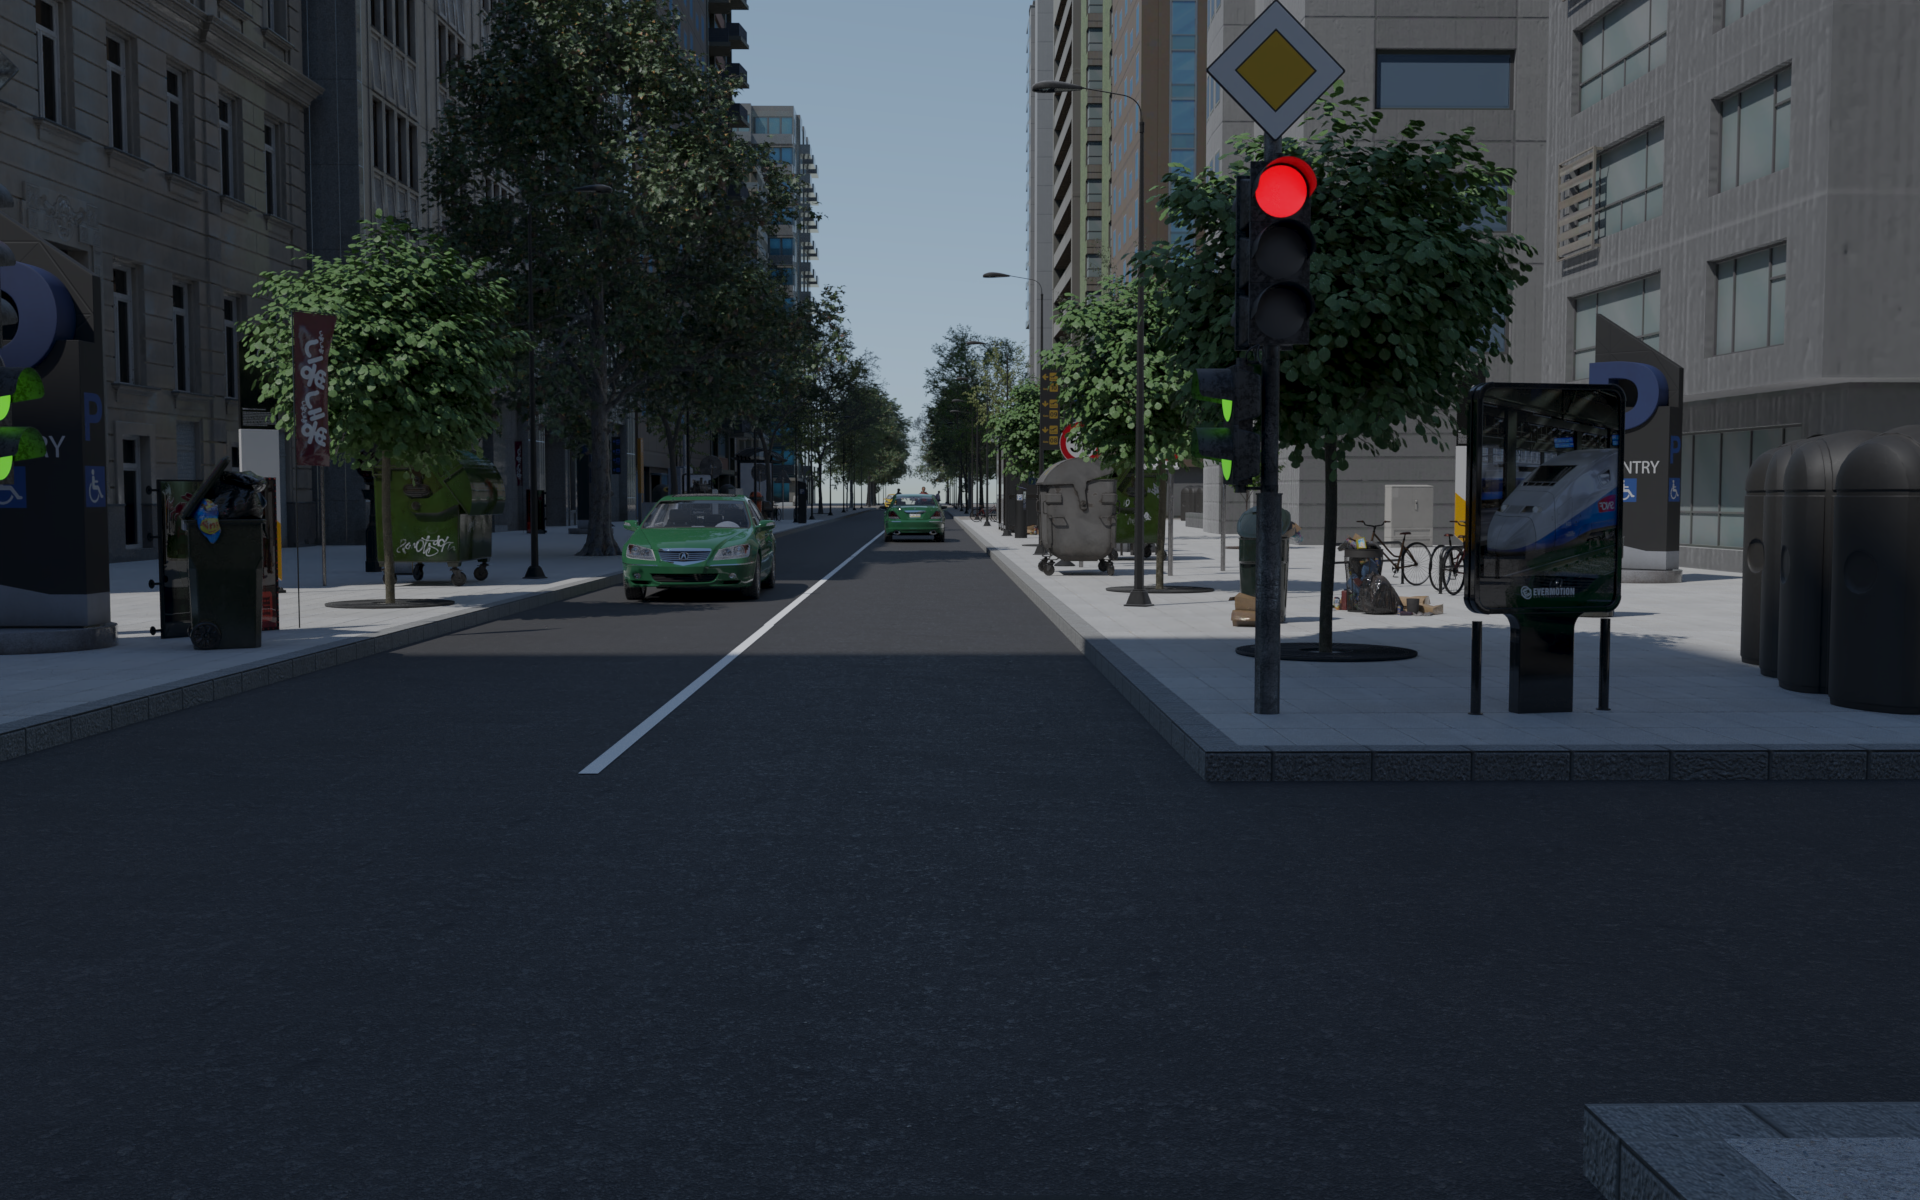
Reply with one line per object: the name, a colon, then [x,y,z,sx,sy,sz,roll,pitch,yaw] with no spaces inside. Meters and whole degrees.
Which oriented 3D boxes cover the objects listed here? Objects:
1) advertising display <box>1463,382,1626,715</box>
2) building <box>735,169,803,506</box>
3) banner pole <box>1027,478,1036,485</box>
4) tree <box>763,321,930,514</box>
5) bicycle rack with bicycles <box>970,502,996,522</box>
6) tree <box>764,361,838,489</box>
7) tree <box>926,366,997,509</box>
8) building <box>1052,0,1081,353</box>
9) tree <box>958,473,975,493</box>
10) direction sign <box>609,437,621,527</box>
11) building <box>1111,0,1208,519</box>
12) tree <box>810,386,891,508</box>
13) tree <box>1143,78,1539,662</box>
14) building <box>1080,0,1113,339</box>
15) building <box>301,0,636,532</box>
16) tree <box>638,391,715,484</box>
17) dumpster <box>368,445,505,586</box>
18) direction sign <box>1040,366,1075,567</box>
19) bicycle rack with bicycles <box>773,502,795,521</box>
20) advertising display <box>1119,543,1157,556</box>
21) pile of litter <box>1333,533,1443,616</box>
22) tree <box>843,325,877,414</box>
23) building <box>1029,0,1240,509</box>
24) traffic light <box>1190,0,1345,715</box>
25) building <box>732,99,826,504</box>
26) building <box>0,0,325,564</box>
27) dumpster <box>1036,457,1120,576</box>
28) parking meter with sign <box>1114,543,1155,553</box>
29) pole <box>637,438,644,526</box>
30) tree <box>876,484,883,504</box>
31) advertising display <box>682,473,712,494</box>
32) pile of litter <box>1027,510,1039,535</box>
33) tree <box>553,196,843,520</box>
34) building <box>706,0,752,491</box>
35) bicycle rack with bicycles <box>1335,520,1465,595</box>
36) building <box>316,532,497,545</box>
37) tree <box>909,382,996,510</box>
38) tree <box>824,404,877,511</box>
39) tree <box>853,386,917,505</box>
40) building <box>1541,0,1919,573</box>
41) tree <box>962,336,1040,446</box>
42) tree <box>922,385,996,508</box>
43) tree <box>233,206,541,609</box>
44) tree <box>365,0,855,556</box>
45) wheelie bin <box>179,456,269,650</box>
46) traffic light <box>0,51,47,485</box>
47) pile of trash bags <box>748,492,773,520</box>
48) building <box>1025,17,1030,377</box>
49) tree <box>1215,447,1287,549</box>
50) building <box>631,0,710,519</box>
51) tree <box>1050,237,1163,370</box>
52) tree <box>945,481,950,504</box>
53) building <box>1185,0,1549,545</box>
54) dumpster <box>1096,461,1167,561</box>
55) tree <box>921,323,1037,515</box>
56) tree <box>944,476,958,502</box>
advertising display: [3.417,-0.301,10.135,0.974,1.923,0.123,-1,4,-14]
building: [-33.653,-30.324,187.679,32.217,40.220,23.993,0,4,-1]
banner pole: [2.602,-4.038,56.033,0.863,3.779,0.401,-1,4,-13]
tree: [-9.086,-12.312,111.669,12.009,13.543,11.850,0,3,0]
bicycle rack with bicycles: [2.166,-4.047,79.558,2.925,0.926,2.852,1,4,17]
tree: [-8.349,-8.663,92.002,4.737,8.622,4.395,0,3,0]
tree: [0.443,-14.283,151.658,7.486,12.596,7.792,0,3,0]
building: [18.997,-31.714,142.233,21.300,48.544,21.600,0,4,-1]
tree: [0.767,-10.024,158.492,1.663,3.219,1.824,0,3,0]
direction sign: [-13.813,-4.666,68.285,0.876,3.537,0.379,0,4,-8]
building: [16.067,-27.275,96.054,14.600,45.320,14.200,0,4,-1]
tree: [-10.021,-14.657,157.767,7.486,12.596,7.792,0,3,0]
tree: [2.867,-1.835,13.722,4.285,4.588,4.351,0,3,0]
building: [15.510,-26.972,124.583,14.154,41.232,14.086,0,4,-1]
building: [-21.364,-15.545,72.185,12.078,24.808,19.932,0,4,-1]
tree: [-12.373,-7.684,75.995,4.737,8.622,4.395,0,3,0]
dumpster: [-7.477,-1.361,24.745,1.502,2.255,1.985,0,4,-1]
direction sign: [1.862,-2.369,30.724,0.876,3.537,0.379,0,4,-3]
bicycle rack with bicycles: [-8.520,-4.254,82.928,2.852,0.926,2.925,0,4,-6]
advertising display: [3.741,-1.893,36.161,0.974,1.923,0.123,-2,4,-25]
pile of litter: [4.603,-0.306,18.971,1.176,0.858,1.719,0,4,-6]
tree: [-7.176,-8.050,66.030,8.767,10.594,7.601,0,4,7]
building: [18.422,-40.144,198.355,21.231,58.520,28.212,0,4,-1]
traffic light: [1.779,-1.291,10.028,0.839,4.253,0.868,0,4,-1]
building: [-29.118,-36.445,215.487,23.786,49.044,30.456,0,4,-1]
building: [-21.308,-14.218,29.731,12.463,27.353,25.104,0,4,-1]
dumpster: [1.894,-1.349,27.809,1.264,1.857,1.865,0,4,-1]
parking meter with sign: [3.710,-2.580,38.436,0.543,3.016,1.738,-2,4,-32]
pole: [-11.656,-4.244,63.235,0.158,3.312,0.155,0,3,0]
tree: [-11.226,-14.346,229.153,1.663,3.219,1.824,0,3,0]
advertising display: [-8.220,-2.996,54.206,0.974,1.923,0.123,-2,4,-31]
pile of litter: [2.518,-2.488,54.638,1.719,0.858,1.176,0,4,-3]
tree: [-8.079,-7.037,49.470,8.767,10.594,7.601,0,3,0]
building: [-27.297,-28.937,127.752,22.147,44.769,28.867,0,4,-1]
bicycle rack with bicycles: [6.449,-0.616,23.452,2.925,0.926,2.852,-3,5,-40]
building: [-20.993,-14.329,52.294,12.078,24.808,19.932,0,4,-1]
tree: [0.479,-12.416,137.410,8.767,10.594,7.601,-1,4,-19]
tree: [-8.372,-10.952,129.434,4.360,8.622,3.978,0,3,0]
tree: [-10.318,-18.570,210.267,9.857,13.997,8.962,0,3,0]
building: [18.652,-21.003,26.996,14.086,41.232,14.154,0,4,-1]
tree: [2.313,-8.032,81.680,4.737,8.622,4.395,0,3,0]
tree: [0.120,-15.373,168.354,9.611,12.733,9.660,0,3,0]
tree: [-6.526,-2.217,19.955,4.285,4.588,4.351,0,3,0]
tree: [-7.457,-7.274,35.936,9.611,12.733,9.660,0,3,0]
wheelie bin: [-6.168,-0.406,14.549,0.693,1.594,0.980,-2,4,-26]
traffic light: [-5.731,-1.282,9.880,0.839,4.253,0.868,0,4,-1]
pile of trash bags: [-7.712,-3.242,62.766,1.912,1.369,3.447,-1,4,-21]
building: [17.523,-55.940,227.292,22.319,86.520,31.000,0,4,-1]
tree: [6.713,-2.797,40.340,1.663,3.219,1.824,0,3,0]
building: [-23.247,-27.866,105.723,14.600,45.320,14.200,0,4,-1]
tree: [4.628,-5.998,48.434,4.360,8.622,3.978,0,3,0]
tree: [-1.643,-19.003,221.074,12.009,13.543,11.850,0,3,0]
building: [18.717,-31.421,55.728,21.231,58.520,28.212,0,4,-1]
dumpster: [3.334,-1.924,33.955,1.502,2.255,1.985,0,4,-1]
tree: [1.189,-11.043,106.314,9.928,11.665,9.643,0,3,0]
tree: [-1.338,-17.396,234.781,4.360,8.622,3.978,0,3,0]
